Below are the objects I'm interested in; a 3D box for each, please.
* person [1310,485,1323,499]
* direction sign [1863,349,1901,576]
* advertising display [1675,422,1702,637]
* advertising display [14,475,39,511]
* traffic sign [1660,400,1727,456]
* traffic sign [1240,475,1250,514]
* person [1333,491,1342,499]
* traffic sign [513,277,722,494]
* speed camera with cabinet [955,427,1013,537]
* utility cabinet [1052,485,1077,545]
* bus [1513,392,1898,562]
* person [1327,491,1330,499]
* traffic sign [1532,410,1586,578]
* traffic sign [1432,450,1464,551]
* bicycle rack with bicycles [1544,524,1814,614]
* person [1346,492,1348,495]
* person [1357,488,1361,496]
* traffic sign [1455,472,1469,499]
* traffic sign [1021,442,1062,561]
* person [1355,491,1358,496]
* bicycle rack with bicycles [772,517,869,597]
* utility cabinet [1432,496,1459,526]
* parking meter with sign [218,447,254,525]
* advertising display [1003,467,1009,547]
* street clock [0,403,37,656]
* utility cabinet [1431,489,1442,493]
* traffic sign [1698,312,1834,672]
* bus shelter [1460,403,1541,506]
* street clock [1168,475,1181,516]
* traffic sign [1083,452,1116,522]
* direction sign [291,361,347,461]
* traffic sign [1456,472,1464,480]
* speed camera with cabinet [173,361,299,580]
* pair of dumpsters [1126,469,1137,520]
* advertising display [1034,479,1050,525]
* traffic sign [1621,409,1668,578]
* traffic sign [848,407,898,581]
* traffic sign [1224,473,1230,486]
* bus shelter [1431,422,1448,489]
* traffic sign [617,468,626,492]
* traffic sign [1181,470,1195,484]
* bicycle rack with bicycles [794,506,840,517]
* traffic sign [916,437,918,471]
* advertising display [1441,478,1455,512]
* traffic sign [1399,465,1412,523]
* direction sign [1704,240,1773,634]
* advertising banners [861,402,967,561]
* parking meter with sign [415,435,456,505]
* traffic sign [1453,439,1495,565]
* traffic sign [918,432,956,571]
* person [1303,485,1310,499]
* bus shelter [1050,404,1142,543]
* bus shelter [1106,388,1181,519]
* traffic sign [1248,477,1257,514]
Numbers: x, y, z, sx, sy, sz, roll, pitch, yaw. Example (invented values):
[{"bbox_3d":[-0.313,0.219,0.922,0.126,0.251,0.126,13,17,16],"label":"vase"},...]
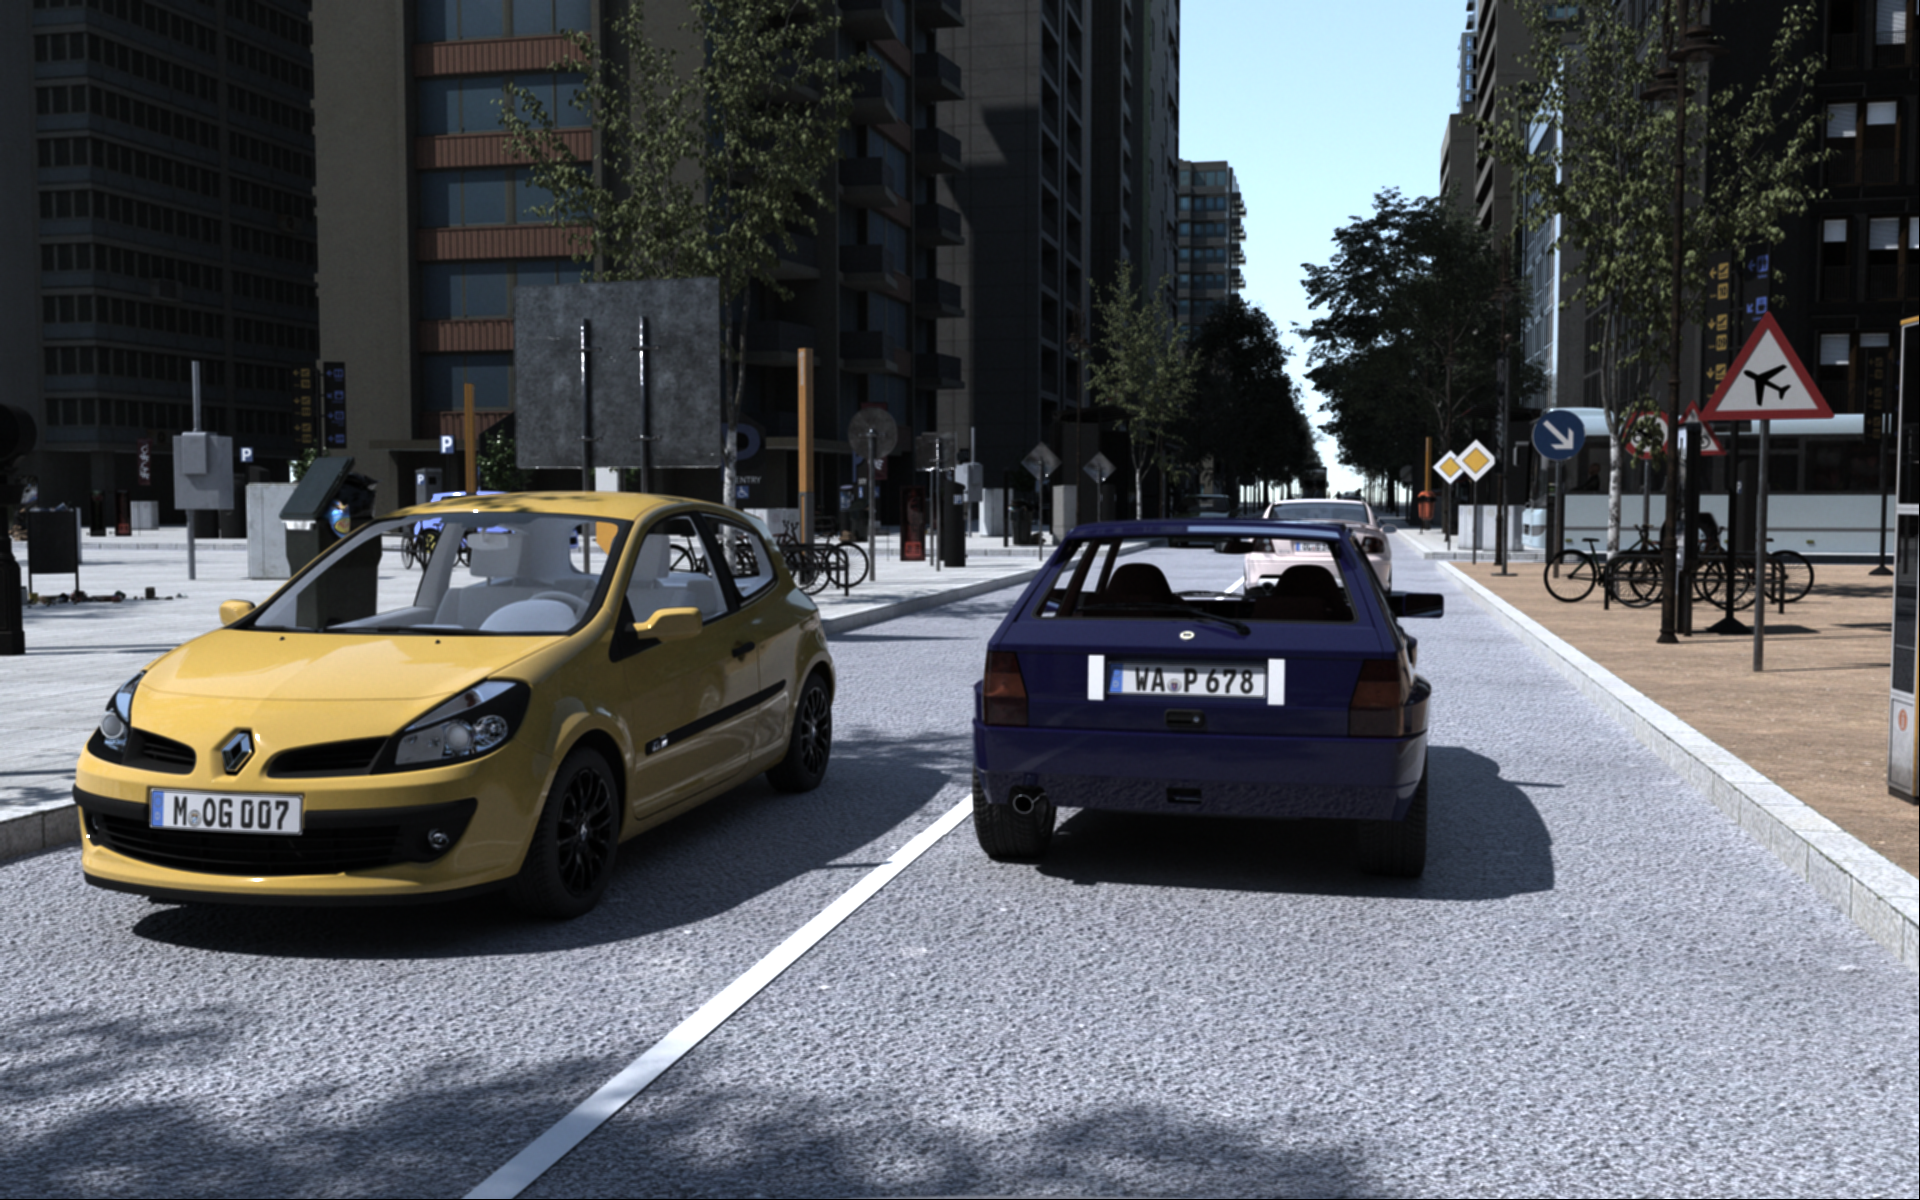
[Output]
[{"bbox_3d":[14.495,-3.780,70.491,0.473,1.802,0.592,0,4,-5],"label":"person"},{"bbox_3d":[14.600,-2.160,27.321,0.876,3.537,0.379,-1,4,-17],"label":"direction sign"},{"bbox_3d":[6.663,-0.658,15.980,0.123,1.923,0.974,1,4,13],"label":"advertising display"},{"bbox_3d":[-32.066,-3.322,59.530,0.123,1.923,0.974,1,4,12],"label":"advertising display"},{"bbox_3d":[10.134,-1.469,24.017,0.884,2.594,0.081,1,4,21],"label":"traffic sign"},{"bbox_3d":[18.146,-6.750,110.463,0.768,2.556,0.104,1,4,13],"label":"traffic sign"},{"bbox_3d":[37.527,-9.935,171.671,1.217,1.736,0.721,1,4,14],"label":"person"},{"bbox_3d":[-3.317,-1.392,16.628,2.265,3.308,0.079,1,4,20],"label":"traffic sign"},{"bbox_3d":[0.727,-3.524,51.957,0.660,3.252,2.038,3,5,43],"label":"speed camera with cabinet"},{"bbox_3d":[2.618,-2.127,43.452,0.318,1.500,1.173,1,4,19],"label":"utility cabinet"},{"bbox_3d":[17.267,-2.414,34.323,13.247,3.499,2.948,1,4,13],"label":"bus"},{"bbox_3d":[51.407,-14.252,241.532,0.705,1.823,1.348,-1,4,-9],"label":"person"},{"bbox_3d":[9.085,-1.603,26.320,0.768,2.556,0.104,1,4,22],"label":"traffic sign"},{"bbox_3d":[11.092,-2.177,39.239,0.795,2.450,0.064,1,4,13],"label":"traffic sign"},{"bbox_3d":[8.224,-0.396,19.850,2.925,0.926,2.852,2,4,24],"label":"bicycle rack with bicycles"},{"bbox_3d":[54.611,-14.406,244.868,0.721,1.723,1.217,0,4,1],"label":"person"},{"bbox_3d":[27.452,-6.753,118.918,0.705,1.823,1.348,1,4,18],"label":"person"},{"bbox_3d":[22.152,-4.689,76.774,0.768,2.556,0.104,1,4,19],"label":"traffic sign"},{"bbox_3d":[1.552,-1.808,33.202,0.795,2.450,0.064,1,4,13],"label":"traffic sign"},{"bbox_3d":[32.288,-8.027,140.571,0.721,1.723,1.217,2,4,34],"label":"person"},{"bbox_3d":[-2.581,-0.560,22.537,2.925,0.926,2.852,0,4,-6],"label":"bicycle rack with bicycles"},{"bbox_3d":[19.691,-3.615,70.270,1.020,1.237,0.306,1,4,18],"label":"utility cabinet"},{"bbox_3d":[-26.755,-4.132,63.823,0.543,3.016,1.738,1,4,13],"label":"parking meter with sign"},{"bbox_3d":[1.124,-2.269,42.305,0.123,1.923,0.974,0,4,1],"label":"advertising display"},{"bbox_3d":[-7.609,-0.563,13.772,0.471,2.002,0.358,0,4,1],"label":"street clock"},{"bbox_3d":[22.180,-4.455,81.526,1.173,1.500,0.318,3,5,40],"label":"utility cabinet"},{"bbox_3d":[5.766,-0.761,12.440,0.884,2.594,0.081,1,4,22],"label":"traffic sign"},{"bbox_3d":[14.766,-3.440,47.520,1.731,3.624,6.357,1,4,13],"label":"bus shelter"},{"bbox_3d":[8.130,-3.741,65.737,0.471,2.002,0.358,0,4,8],"label":"street clock"},{"bbox_3d":[3.293,-2.285,40.995,0.795,2.450,0.064,1,4,13],"label":"traffic sign"},{"bbox_3d":[-10.977,-2.307,29.711,0.876,3.537,0.379,-1,4,-11],"label":"direction sign"},{"bbox_3d":[18.140,-3.891,63.730,0.768,2.556,0.104,1,4,22],"label":"traffic sign"},{"bbox_3d":[-10.677,-1.939,26.039,2.038,3.252,0.660,0,4,0],"label":"speed camera with cabinet"},{"bbox_3d":[5.219,-3.574,60.931,1.574,2.255,4.437,1,4,13],"label":"pair of dumpsters"},{"bbox_3d":[3.592,-4.096,72.189,0.974,1.923,0.123,1,4,15],"label":"advertising display"},{"bbox_3d":[10.100,-1.551,25.469,0.768,2.556,0.104,1,4,18],"label":"traffic sign"},{"bbox_3d":[-1.294,-1.550,25.443,0.768,2.556,0.104,1,4,14],"label":"traffic sign"},{"bbox_3d":[16.555,-6.493,106.259,0.768,2.556,0.104,1,4,16],"label":"traffic sign"},{"bbox_3d":[25.383,-7.092,93.592,2.179,5.291,8.768,1,4,13],"label":"bus shelter"},{"bbox_3d":[-3.347,-1.041,17.129,0.768,2.556,0.104,1,4,21],"label":"traffic sign"},{"bbox_3d":[11.893,-5.522,90.394,0.768,2.556,0.104,1,4,14],"label":"traffic sign"},{"bbox_3d":[-4.409,-2.288,50.795,2.925,0.926,2.852,0,4,1],"label":"bicycle rack with bicycles"},{"bbox_3d":[-0.500,-1.760,30.903,0.606,2.300,0.079,1,4,13],"label":"traffic sign"},{"bbox_3d":[17.723,-3.528,62.900,0.123,1.923,0.974,3,4,36],"label":"advertising display"},{"bbox_3d":[19.539,-4.614,75.541,0.768,2.556,0.104,1,4,18],"label":"traffic sign"},{"bbox_3d":[7.142,-1.466,15.972,0.379,3.537,0.876,-1,4,-13],"label":"direction sign"},{"bbox_3d":[-0.874,-2.257,33.090,2.074,3.025,0.090,-1,4,-14],"label":"advertising banners"},{"bbox_3d":[-15.526,-3.322,50.572,0.543,3.016,1.738,2,4,27],"label":"parking meter with sign"},{"bbox_3d":[9.351,-1.700,31.445,0.795,2.450,0.064,1,4,13],"label":"traffic sign"},{"bbox_3d":[-0.359,-1.626,28.720,0.606,2.300,0.079,1,4,20],"label":"traffic sign"},{"bbox_3d":[14.933,-4.049,74.819,0.853,1.813,0.709,1,4,16],"label":"person"},{"bbox_3d":[3.853,-3.498,48.476,1.731,3.624,6.357,1,4,13],"label":"bus shelter"},{"bbox_3d":[7.129,-5.513,67.776,2.179,5.291,8.768,1,4,13],"label":"bus shelter"},{"bbox_3d":[18.636,-6.788,111.092,0.768,2.556,0.104,1,4,16],"label":"traffic sign"}]
